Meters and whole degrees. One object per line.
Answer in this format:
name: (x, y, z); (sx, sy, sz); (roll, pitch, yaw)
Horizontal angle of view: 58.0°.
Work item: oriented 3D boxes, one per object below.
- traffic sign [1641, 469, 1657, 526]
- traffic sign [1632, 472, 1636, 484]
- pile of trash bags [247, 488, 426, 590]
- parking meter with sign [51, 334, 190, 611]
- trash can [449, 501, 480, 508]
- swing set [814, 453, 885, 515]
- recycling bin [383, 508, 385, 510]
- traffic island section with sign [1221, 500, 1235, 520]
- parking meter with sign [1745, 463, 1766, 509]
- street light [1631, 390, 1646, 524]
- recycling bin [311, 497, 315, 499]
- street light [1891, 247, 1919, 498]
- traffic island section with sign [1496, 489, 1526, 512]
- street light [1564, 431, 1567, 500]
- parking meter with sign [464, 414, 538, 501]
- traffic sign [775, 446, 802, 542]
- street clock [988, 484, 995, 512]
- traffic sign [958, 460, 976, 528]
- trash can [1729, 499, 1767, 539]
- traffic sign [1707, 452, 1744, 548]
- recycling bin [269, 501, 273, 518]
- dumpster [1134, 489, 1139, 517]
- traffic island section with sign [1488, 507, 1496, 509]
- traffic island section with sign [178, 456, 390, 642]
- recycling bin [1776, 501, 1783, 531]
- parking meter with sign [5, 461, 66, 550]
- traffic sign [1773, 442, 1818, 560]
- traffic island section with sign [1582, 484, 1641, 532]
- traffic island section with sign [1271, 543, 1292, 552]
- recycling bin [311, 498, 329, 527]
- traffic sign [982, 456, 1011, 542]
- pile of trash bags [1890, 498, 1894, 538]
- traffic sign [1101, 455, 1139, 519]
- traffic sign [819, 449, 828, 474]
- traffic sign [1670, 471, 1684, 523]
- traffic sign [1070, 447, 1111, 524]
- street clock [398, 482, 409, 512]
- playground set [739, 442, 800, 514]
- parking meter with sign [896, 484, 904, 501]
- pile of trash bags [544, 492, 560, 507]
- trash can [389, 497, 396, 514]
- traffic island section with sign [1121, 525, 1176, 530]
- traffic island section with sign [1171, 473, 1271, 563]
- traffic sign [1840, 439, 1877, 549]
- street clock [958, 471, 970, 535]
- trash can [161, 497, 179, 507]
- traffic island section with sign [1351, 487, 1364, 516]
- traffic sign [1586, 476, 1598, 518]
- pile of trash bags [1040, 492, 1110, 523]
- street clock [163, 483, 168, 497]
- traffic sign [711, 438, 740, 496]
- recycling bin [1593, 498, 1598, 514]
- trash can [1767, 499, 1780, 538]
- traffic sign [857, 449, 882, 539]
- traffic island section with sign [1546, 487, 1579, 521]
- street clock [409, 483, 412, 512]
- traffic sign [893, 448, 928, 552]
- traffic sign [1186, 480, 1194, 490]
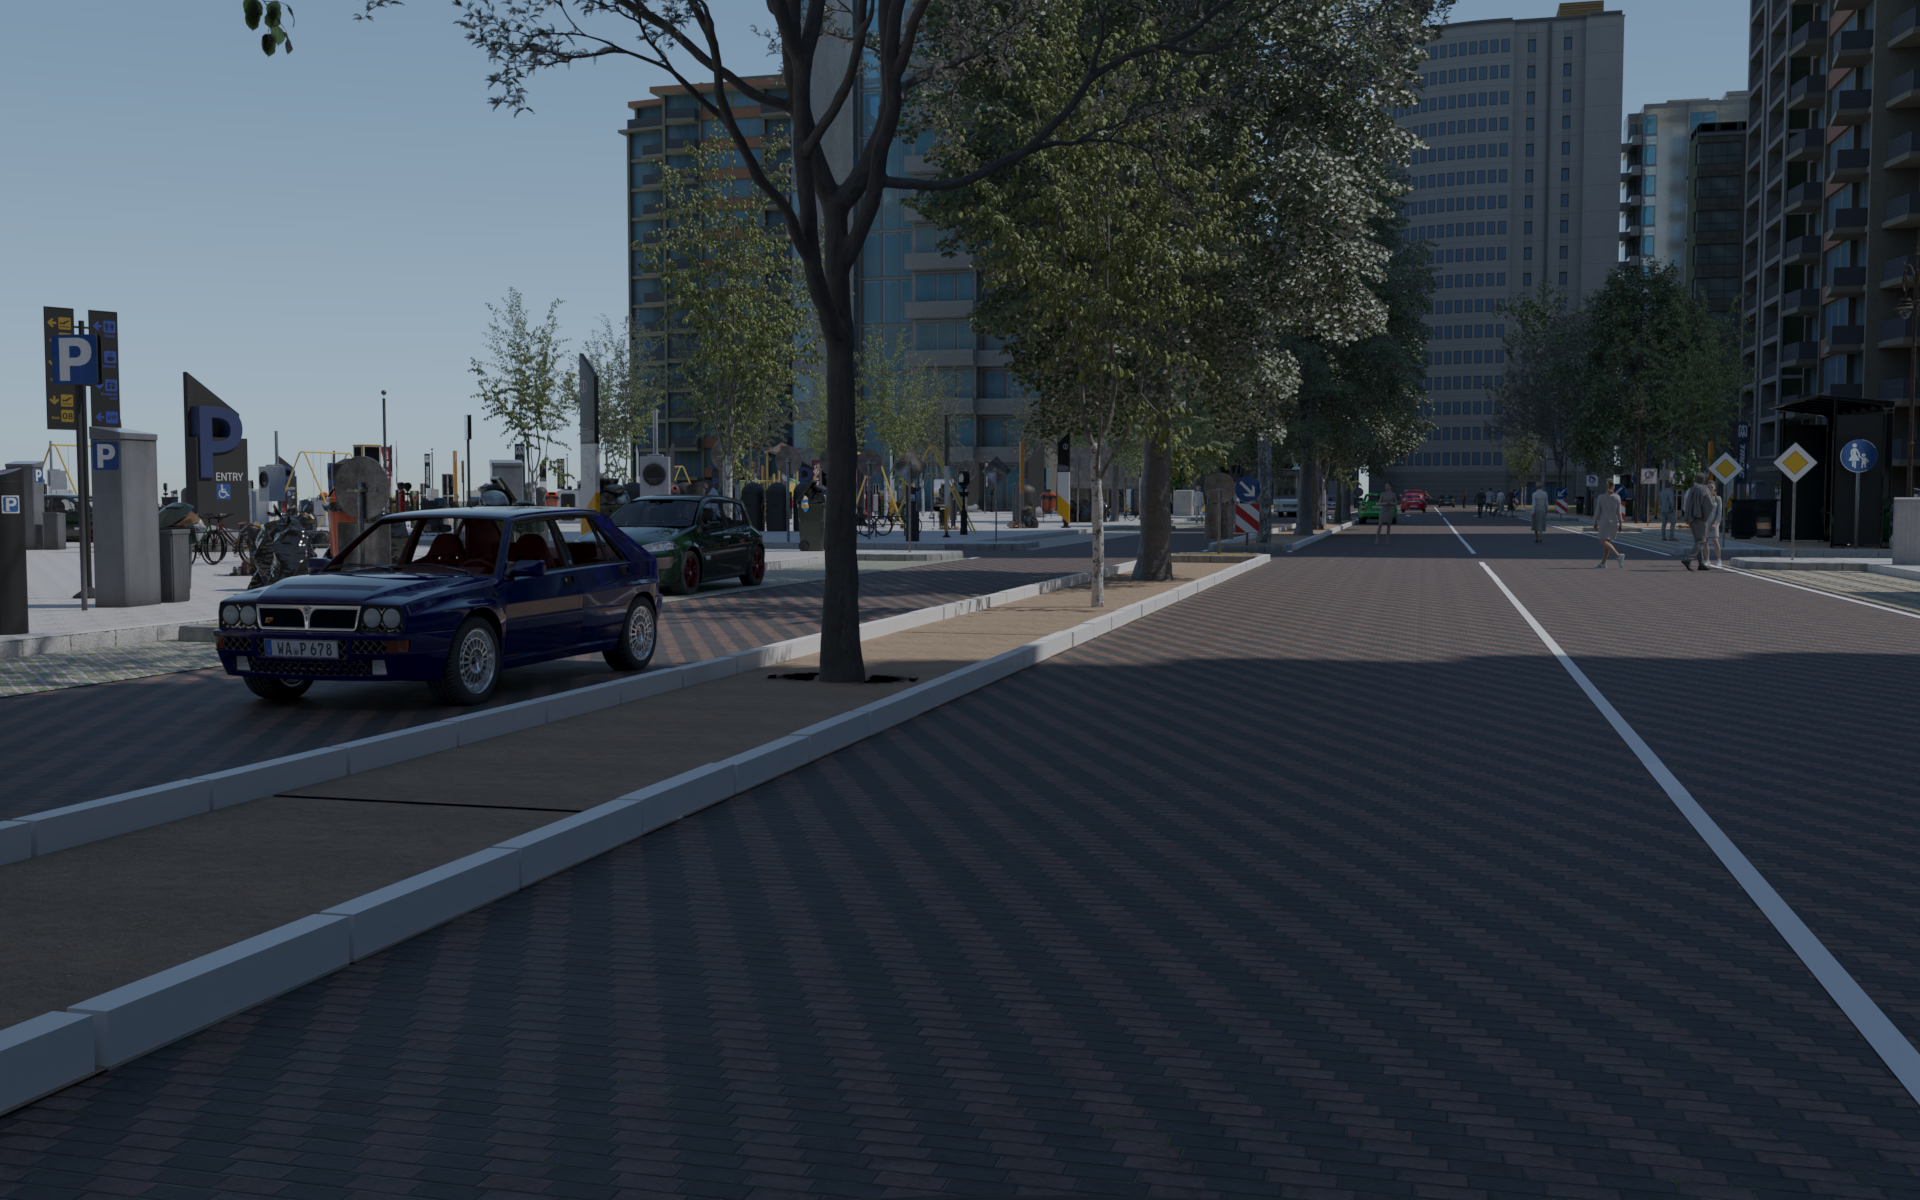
traffic sign: (27.792, -4.146, 69.910); (0.606, 2.300, 0.079); (1, 4, 16)
traffic sign: (37.773, -5.890, 96.402); (0.768, 2.556, 0.104); (1, 4, 19)
pile of trash bags: (-8.110, -0.774, 22.415); (1.912, 1.369, 3.447); (-2, 4, -27)
parking meter with sign: (-9.523, -1.440, 19.807); (0.543, 3.016, 1.738); (1, 4, 9)
trash can: (-10.138, -1.473, 35.730); (0.748, 1.137, 0.748); (0, 3, 0)
swing set: (-4.042, -4.143, 65.357); (2.862, 2.851, 3.119); (3, 4, 38)
recycling bin: (-41.649, -6.810, 123.895); (0.722, 1.027, 0.722); (3, 5, 41)
traffic island section with sign: (14.800, -5.368, 96.397); (1.989, 1.847, 2.006); (1, 4, 15)
parking meter with sign: (44.477, -6.129, 96.473); (1.738, 3.016, 0.543); (-1, 4, -15)
street light: (29.434, -6.265, 75.214); (0.468, 5.910, 1.993); (1, 4, 15)
recycling bin: (-48.422, -7.204, 130.346); (0.722, 1.027, 0.722); (-1, 4, -9)
street light: (17.930, -3.660, 32.621); (0.468, 5.910, 1.993); (1, 4, 15)
traffic island section with sign: (44.569, -8.018, 139.715); (1.989, 1.847, 2.006); (1, 4, 15)
street light: (39.511, -8.571, 112.927); (0.468, 5.910, 1.993); (1, 4, 15)
parking meter with sign: (-10.042, -2.579, 38.422); (1.738, 3.016, 0.543); (-1, 4, -23)
traffic sign: (-4.584, -2.819, 46.194); (0.768, 2.556, 0.104); (1, 4, 19)
street clock: (2.230, -7.111, 120.827); (0.471, 2.002, 0.358); (2, 4, 26)
traffic sign: (0.241, -3.961, 64.862); (0.768, 2.556, 0.104); (2, 4, 25)
trash can: (22.207, -2.292, 49.123); (0.748, 1.137, 0.748); (0, 3, 0)
traffic sign: (18.196, -2.299, 41.226); (0.795, 2.450, 0.064); (1, 4, 15)
recycling bin: (-36.635, -4.797, 90.992); (0.722, 1.027, 0.722); (1, 4, 13)
dumpster: (10.462, -5.592, 97.183); (1.264, 1.857, 1.865); (1, 4, 15)
traffic island section with sign: (51.546, -9.610, 165.755); (1.989, 1.847, 2.006); (1, 4, 15)
traffic island section with sign: (-6.341, -0.535, 17.374); (1.989, 1.847, 2.006); (1, 4, 15)
recycling bin: (28.556, -2.890, 59.806); (0.722, 1.027, 0.722); (-1, 4, -19)
parking meter with sign: (-21.521, -2.666, 39.853); (1.738, 3.016, 0.543); (0, 4, 4)
traffic sign: (16.131, -1.827, 33.511); (0.795, 2.450, 0.064); (1, 4, 15)
traffic island section with sign: (24.889, -3.519, 66.171); (1.989, 1.847, 2.006); (1, 4, 15)
traffic island section with sign: (7.342, -2.184, 43.847); (2.006, 1.907, 1.989); (1, 4, 15)
recycling bin: (-24.572, -3.347, 67.273); (0.722, 1.027, 0.722); (2, 4, 34)
traffic sign: (0.961, -2.581, 45.842); (0.795, 2.450, 0.064); (1, 4, 15)
pile of trash bags: (26.774, -2.570, 51.769); (3.447, 1.369, 1.912); (3, 4, 38)
traffic sign: (8.067, -5.766, 88.139); (2.265, 3.308, 0.079); (1, 4, 19)
traffic sign: (-3.516, -2.886, 47.299); (0.768, 2.556, 0.104); (1, 4, 22)
traffic sign: (31.314, -4.498, 75.672); (0.606, 2.300, 0.079); (2, 4, 24)
traffic sign: (5.406, -4.950, 74.799); (2.265, 3.308, 0.079); (1, 4, 17)
street clock: (-33.659, -6.103, 104.346); (0.358, 2.002, 0.471); (1, 4, 23)
playground set: (-10.247, -6.747, 97.095); (5.637, 4.214, 5.302); (2, 4, 26)
parking meter with sign: (-4.078, -7.846, 124.547); (1.738, 3.016, 0.543); (-3, 5, -43)
pile of trash bags: (-18.512, -4.538, 83.949); (3.447, 1.369, 1.912); (2, 4, 27)
trash can: (-23.551, -3.718, 72.447); (0.748, 1.137, 0.748); (0, 3, 0)
traffic island section with sign: (7.629, -3.729, 69.593); (1.989, 1.847, 2.006); (1, 4, 15)
traffic island section with sign: (5.418, -1.747, 36.694); (2.006, 1.907, 1.989); (1, 4, 15)
traffic sign: (20.910, -2.462, 40.353); (0.768, 2.556, 0.104); (1, 4, 23)
street clock: (0.121, -3.045, 54.361); (0.358, 2.002, 0.471); (-1, 4, -23)
trash can: (-42.794, -5.010, 93.573); (0.748, 1.137, 0.748); (0, 3, 0)
traffic island section with sign: (26.758, -6.624, 116.444); (2.006, 1.907, 1.989); (1, 4, 15)
traffic sign: (34.346, -5.628, 94.146); (0.606, 2.300, 0.079); (1, 4, 20)
pile of trash bags: (5.089, -4.234, 78.973); (3.447, 1.369, 1.912); (3, 4, 37)
street clock: (-51.894, -6.642, 113.165); (0.358, 2.002, 0.471); (-1, 4, -18)
traffic sign: (-5.374, -2.414, 39.572); (0.768, 2.556, 0.104); (2, 4, 24)
recycling bin: (40.997, -6.051, 111.495); (0.722, 1.027, 0.722); (1, 4, 9)
trash can: (23.581, -2.389, 50.718); (0.748, 1.137, 0.748); (0, 3, 0)
traffic sign: (-2.569, -2.985, 48.915); (0.768, 2.556, 0.104); (1, 4, 18)
traffic island section with sign: (31.922, -5.126, 92.439); (1.989, 1.847, 2.006); (1, 4, 15)
street clock: (-34.082, -6.258, 106.883); (0.358, 2.002, 0.471); (3, 5, 44)
traffic sign: (-1.103, -2.109, 38.127); (0.795, 2.450, 0.064); (1, 4, 15)
traffic sign: (15.877, -7.297, 119.306); (0.884, 2.594, 0.081); (1, 4, 17)
